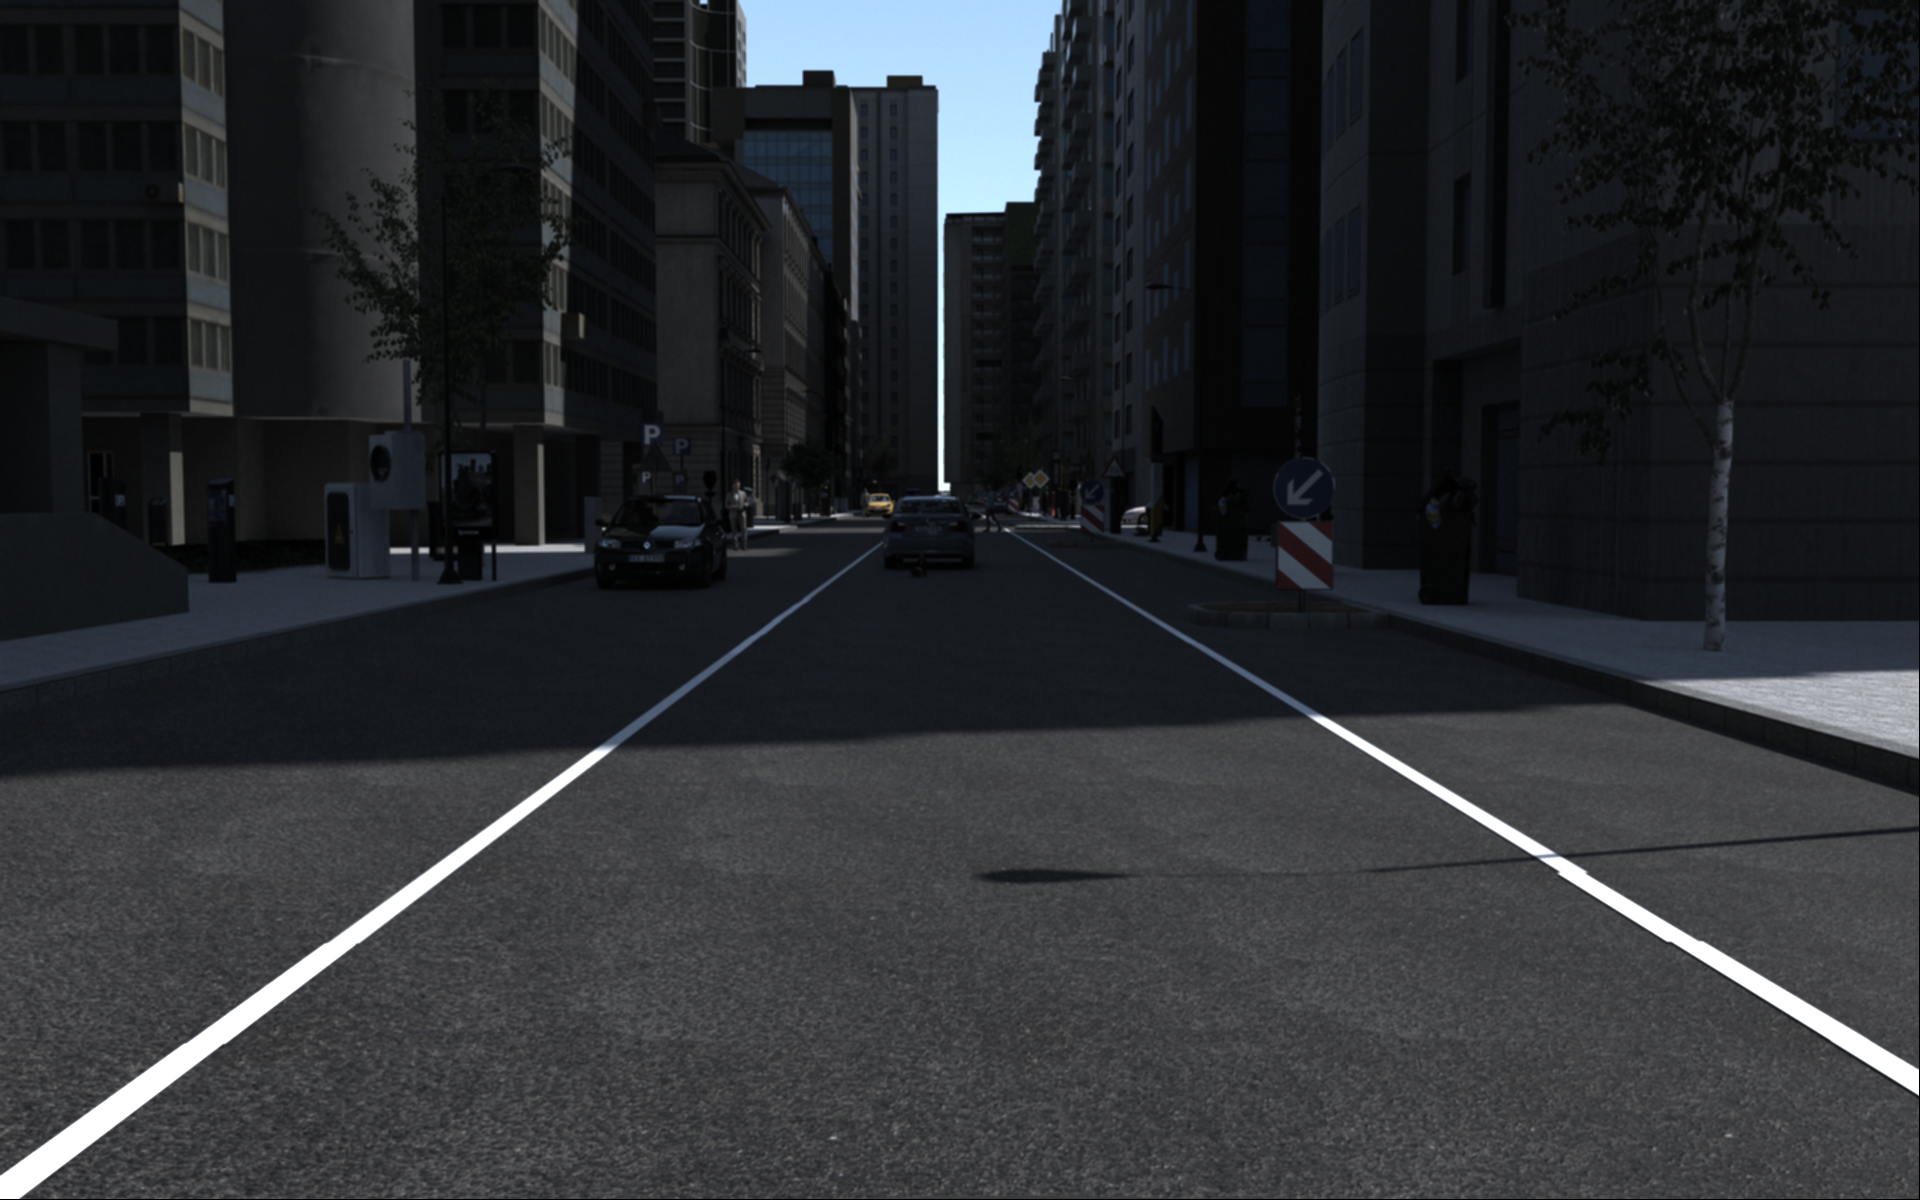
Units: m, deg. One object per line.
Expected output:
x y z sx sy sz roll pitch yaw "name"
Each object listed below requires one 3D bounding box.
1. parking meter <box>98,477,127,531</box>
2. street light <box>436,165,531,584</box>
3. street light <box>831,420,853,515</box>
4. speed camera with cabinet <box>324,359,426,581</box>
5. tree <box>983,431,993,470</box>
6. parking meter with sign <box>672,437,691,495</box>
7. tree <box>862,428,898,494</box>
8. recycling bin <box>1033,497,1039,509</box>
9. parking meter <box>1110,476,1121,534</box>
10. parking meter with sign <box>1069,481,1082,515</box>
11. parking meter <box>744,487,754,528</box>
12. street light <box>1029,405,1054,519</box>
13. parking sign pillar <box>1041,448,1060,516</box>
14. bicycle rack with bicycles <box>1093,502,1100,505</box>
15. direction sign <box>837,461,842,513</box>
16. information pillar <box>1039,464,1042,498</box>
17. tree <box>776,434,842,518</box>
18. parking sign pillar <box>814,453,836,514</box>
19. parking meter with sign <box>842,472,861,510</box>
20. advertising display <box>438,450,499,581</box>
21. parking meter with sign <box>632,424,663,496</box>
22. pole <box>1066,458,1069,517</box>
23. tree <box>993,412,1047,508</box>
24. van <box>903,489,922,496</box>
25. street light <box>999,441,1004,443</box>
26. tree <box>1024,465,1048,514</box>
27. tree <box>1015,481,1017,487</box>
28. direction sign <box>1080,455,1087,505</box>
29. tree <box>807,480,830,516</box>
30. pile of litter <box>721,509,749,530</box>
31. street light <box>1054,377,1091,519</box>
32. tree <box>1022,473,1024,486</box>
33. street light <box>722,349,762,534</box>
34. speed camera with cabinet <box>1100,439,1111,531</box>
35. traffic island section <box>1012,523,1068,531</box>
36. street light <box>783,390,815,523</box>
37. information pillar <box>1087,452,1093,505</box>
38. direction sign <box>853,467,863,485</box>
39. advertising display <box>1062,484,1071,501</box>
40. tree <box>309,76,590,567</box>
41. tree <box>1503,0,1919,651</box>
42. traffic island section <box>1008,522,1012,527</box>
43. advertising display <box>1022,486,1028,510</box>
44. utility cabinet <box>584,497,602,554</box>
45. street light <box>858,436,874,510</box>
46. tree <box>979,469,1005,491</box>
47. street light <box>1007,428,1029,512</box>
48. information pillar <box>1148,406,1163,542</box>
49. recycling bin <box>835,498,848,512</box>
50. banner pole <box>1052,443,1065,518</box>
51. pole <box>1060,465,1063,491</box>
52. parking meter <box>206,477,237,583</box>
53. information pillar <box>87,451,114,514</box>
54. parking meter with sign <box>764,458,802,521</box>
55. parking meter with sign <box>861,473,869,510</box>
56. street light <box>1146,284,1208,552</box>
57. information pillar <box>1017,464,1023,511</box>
-12.650 -1.069 25.884 0.372 1.533 0.369 0 3 0 "parking meter"
-6.750 -3.183 24.580 1.470 5.913 1.316 0 4 0 "street light"
-7.344 -8.283 107.961 1.470 5.913 1.316 0 4 0 "street light"
-8.765 -1.929 25.875 2.038 3.252 0.660 3 5 43 "speed camera with cabinet"
4.428 -14.379 185.456 4.737 8.622 4.395 0 3 0 "tree"
-8.501 -3.443 52.560 0.543 3.016 1.738 0 4 -4 "parking meter with sign"
-9.132 -15.217 199.154 4.360 8.622 3.978 0 3 0 "tree"
6.857 -8.494 151.428 0.722 1.027 0.722 -2 4 -34 "recycling bin"
5.020 -3.066 55.845 0.255 1.863 0.399 -1 4 -17 "parking meter"
7.012 -6.605 104.248 0.543 3.016 1.738 -2 4 -32 "parking meter with sign"
-7.975 -3.483 65.355 0.372 1.533 0.369 0 3 0 "parking meter"
4.506 -7.207 90.375 1.470 5.913 1.316 0 4 0 "street light"
5.537 -6.966 102.373 1.447 3.967 1.447 -1 4 -11 "parking sign pillar"
9.477 -6.034 112.038 2.852 0.926 2.925 1 4 23 "bicycle rack with bicycles"
-8.173 -7.682 117.597 0.379 3.537 0.876 1 4 12 "direction sign"
6.224 -8.714 133.824 0.183 3.616 0.504 1 4 13 "information pillar"
-8.075 -6.611 91.808 4.285 4.588 4.351 0 3 0 "tree"
-8.724 -7.546 111.852 1.447 3.967 1.447 2 4 33 "parking sign pillar"
-8.852 -8.526 135.660 1.738 3.016 0.543 0 4 7 "parking meter with sign"
-7.289 -1.254 25.715 0.974 1.923 0.123 1 4 20 "advertising display"
-7.962 -2.902 43.712 0.543 3.016 1.738 -1 4 -23 "parking meter with sign"
6.103 -6.388 98.290 0.158 3.312 0.155 0 3 0 "pole"
5.835 -12.547 155.507 4.737 8.622 4.395 0 3 0 "tree"
-5.732 -12.627 210.841 2.240 2.365 5.245 0 4 -1 "van"
4.137 -10.992 152.261 1.470 5.913 1.316 0 4 0 "street light"
5.329 -7.266 113.405 1.663 3.219 1.824 0 3 0 "tree"
5.353 -9.024 142.142 1.663 3.219 1.824 0 3 0 "tree"
7.272 -6.680 101.219 0.379 3.537 0.876 -2 4 -32 "direction sign"
-8.173 -6.414 99.468 1.663 3.219 1.824 0 3 0 "tree"
-8.191 -2.973 62.571 1.176 0.858 1.719 1 4 8 "pile of litter"
4.649 -5.904 69.075 1.470 5.913 1.316 0 4 0 "street light"
5.816 -8.716 137.115 1.663 3.219 1.824 0 3 0 "tree"
-7.051 -5.079 55.582 1.470 5.913 1.316 0 4 0 "street light"
5.275 -4.099 61.356 0.660 3.252 2.038 0 4 6 "speed camera with cabinet"
3.228 -2.880 69.363 2.009 0.180 2.903 0 4 0 "traffic island section"
-7.170 -6.406 77.275 1.470 5.913 1.316 0 4 0 "street light"
7.220 -6.421 96.334 0.183 3.616 0.504 -2 4 -35 "information pillar"
-8.607 -9.456 146.607 0.876 3.537 0.379 -1 4 -13 "direction sign"
6.872 -6.451 110.684 0.123 1.923 0.974 -3 4 -37 "advertising display"
-8.645 -4.876 30.092 4.737 8.622 4.395 0 3 0 "tree"
6.320 -3.901 14.147 4.360 8.622 3.978 0 3 0 "tree"
3.171 -3.368 77.348 2.009 0.180 2.903 0 4 0 "traffic island section"
4.932 -7.951 135.205 0.974 1.923 0.123 -3 5 -43 "advertising display"
-7.944 -1.615 37.572 0.306 1.237 1.020 0 4 -6 "utility cabinet"
-7.538 -10.159 138.648 1.470 5.913 1.316 0 4 0 "street light"
4.112 -14.682 223.767 4.285 4.588 4.351 0 3 0 "tree"
4.263 -9.115 121.574 1.470 5.913 1.316 0 4 0 "street light"
5.230 -3.349 46.109 0.183 3.616 0.504 3 4 38 "information pillar"
-8.339 -6.736 122.681 0.722 1.027 0.722 0 4 7 "recycling bin"
4.898 -5.849 85.650 0.863 3.779 0.401 2 4 29 "banner pole"
7.087 -7.767 120.828 0.158 3.312 0.155 0 3 0 "pole"
-10.729 -1.024 25.159 0.372 1.533 0.369 0 3 0 "parking meter"
-14.666 -1.536 29.610 0.304 2.012 0.304 0 4 -1 "information pillar"
-8.467 -5.313 83.129 1.738 3.016 0.543 -2 4 -25 "parking meter with sign"
-8.319 -8.863 141.163 1.738 3.016 0.543 -3 4 -38 "parking meter with sign"
4.811 -4.027 38.388 1.470 5.913 1.316 0 4 0 "street light"
4.540 -8.587 131.745 0.504 3.616 0.183 2 4 34 "information pillar"
